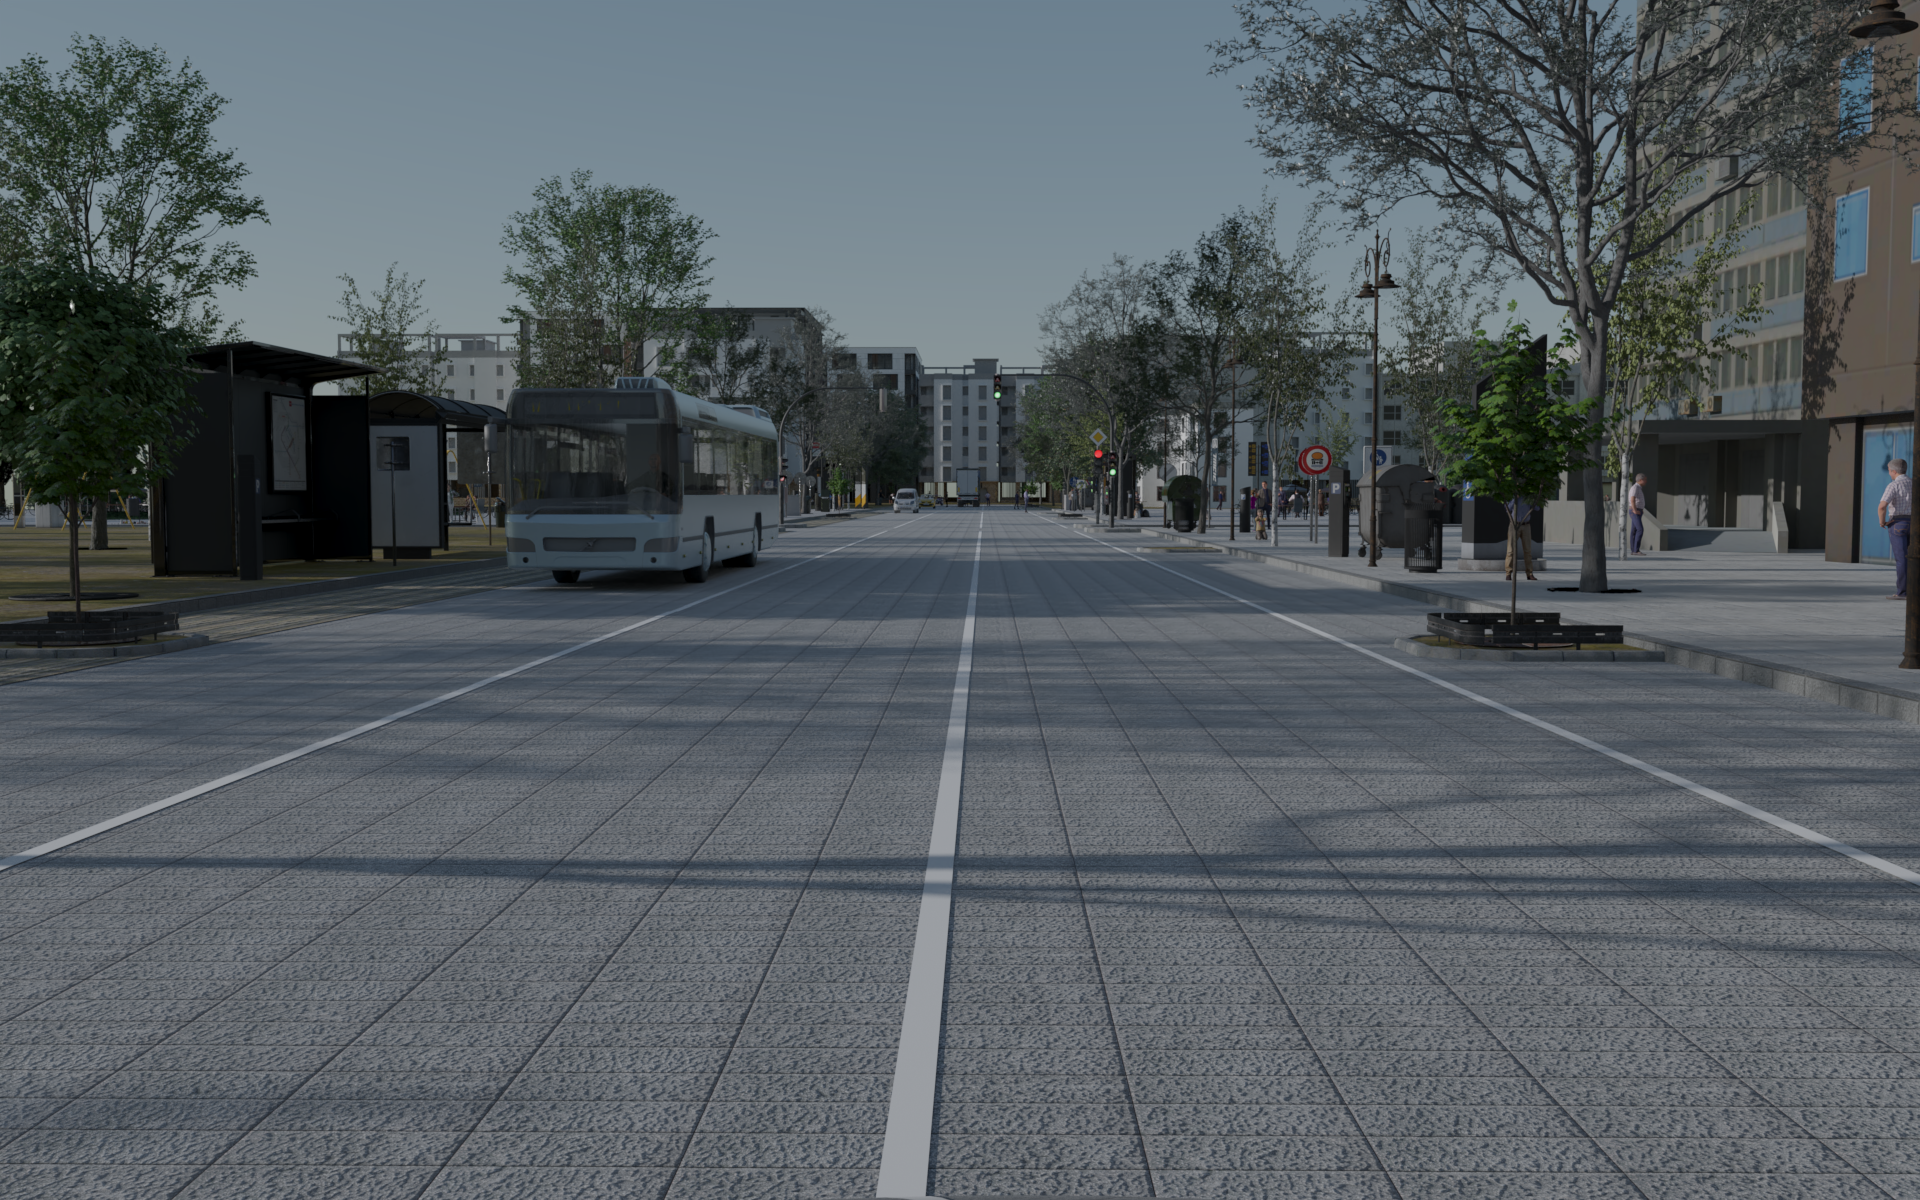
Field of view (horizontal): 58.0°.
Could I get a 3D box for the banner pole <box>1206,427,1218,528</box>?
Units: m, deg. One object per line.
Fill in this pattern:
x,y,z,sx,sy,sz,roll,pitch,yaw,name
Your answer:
9.449,-4.573,64.777,0.401,3.779,0.863,-1,4,-20,banner pole

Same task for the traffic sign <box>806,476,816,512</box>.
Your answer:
-10.449,-7.388,120.902,0.768,2.556,0.104,1,4,10,traffic sign

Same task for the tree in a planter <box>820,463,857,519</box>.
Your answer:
-6.930,-6.237,99.190,1.991,3.239,1.994,0,4,1,tree in a planter

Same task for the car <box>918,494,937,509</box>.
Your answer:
-3.265,-9.787,170.235,2.015,1.641,3.980,0,4,0,car

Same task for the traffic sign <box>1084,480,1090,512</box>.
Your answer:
9.102,-7.739,126.532,0.884,2.594,0.081,0,4,5,traffic sign

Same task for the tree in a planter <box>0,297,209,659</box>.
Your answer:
-8.126,-1.141,15.871,1.991,3.239,1.994,0,4,1,tree in a planter

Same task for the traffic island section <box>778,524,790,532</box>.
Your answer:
-7.735,-2.666,65.876,2.009,0.180,2.903,0,4,1,traffic island section

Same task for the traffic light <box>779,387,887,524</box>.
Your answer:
-5.489,-6.059,73.731,4.771,5.953,1.251,0,4,1,traffic light

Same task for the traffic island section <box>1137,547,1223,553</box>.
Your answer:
5.448,-1.250,43.300,1.991,0.108,1.994,0,4,1,traffic island section

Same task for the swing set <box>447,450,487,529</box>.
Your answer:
-19.270,-3.991,62.871,3.119,2.851,2.862,3,5,43,swing set

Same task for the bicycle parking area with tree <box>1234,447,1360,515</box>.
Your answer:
21.416,-7.487,109.415,9.016,4.147,8.231,1,4,16,bicycle parking area with tree

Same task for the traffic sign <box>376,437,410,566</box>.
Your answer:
-10.074,-1.754,30.809,0.606,2.300,0.079,0,4,3,traffic sign

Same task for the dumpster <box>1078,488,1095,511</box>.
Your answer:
9.882,-7.904,134.981,1.264,1.857,1.865,0,4,1,dumpster

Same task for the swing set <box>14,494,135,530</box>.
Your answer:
-32.121,-3.994,62.916,3.119,2.851,2.862,2,4,29,swing set

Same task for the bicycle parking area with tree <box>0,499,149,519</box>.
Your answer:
-52.174,-7.105,103.170,9.016,4.147,8.231,-3,5,-40,bicycle parking area with tree

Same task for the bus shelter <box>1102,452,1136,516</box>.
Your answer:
9.045,-6.599,99.168,1.731,3.624,6.357,0,4,1,bus shelter

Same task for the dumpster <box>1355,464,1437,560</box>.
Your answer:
8.628,-1.743,34.262,1.264,1.857,1.865,0,4,1,dumpster

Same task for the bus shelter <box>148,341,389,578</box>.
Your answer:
-11.650,-2.348,29.677,1.731,3.624,6.357,0,4,1,bus shelter

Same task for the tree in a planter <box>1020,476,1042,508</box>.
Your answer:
7.338,-10.925,175.851,1.991,3.239,1.994,0,4,1,tree in a planter

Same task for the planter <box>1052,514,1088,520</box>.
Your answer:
6.223,-4.721,98.320,1.991,0.319,1.994,0,4,1,planter

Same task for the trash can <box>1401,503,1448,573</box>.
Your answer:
7.563,-1.015,28.253,0.748,1.137,0.748,0,3,0,trash can

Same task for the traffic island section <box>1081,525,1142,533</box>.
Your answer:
5.765,-2.654,65.680,2.009,0.180,2.903,0,4,1,traffic island section

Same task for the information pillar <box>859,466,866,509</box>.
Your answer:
-8.137,-9.493,146.563,0.183,3.616,0.504,-3,5,-40,information pillar

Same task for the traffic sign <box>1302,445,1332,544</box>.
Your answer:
9.220,-2.731,44.764,0.768,2.556,0.104,0,4,7,traffic sign

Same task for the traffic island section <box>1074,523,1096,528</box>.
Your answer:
5.878,-3.143,73.664,2.009,0.180,2.903,0,4,1,traffic island section

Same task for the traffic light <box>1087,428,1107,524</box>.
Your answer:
5.838,-5.176,73.551,0.839,4.253,0.868,0,4,1,traffic light

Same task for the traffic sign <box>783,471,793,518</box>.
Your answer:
-9.501,-5.783,94.654,0.768,2.556,0.104,1,4,10,traffic sign

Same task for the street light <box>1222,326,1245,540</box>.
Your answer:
7.538,-4.587,47.778,0.468,5.910,1.993,0,4,1,street light

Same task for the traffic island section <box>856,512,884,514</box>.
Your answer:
-6.550,-6.323,126.253,1.991,0.108,1.994,0,4,1,traffic island section

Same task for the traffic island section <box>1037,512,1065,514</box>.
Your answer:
6.616,-6.297,125.820,1.991,0.108,1.994,0,4,1,traffic island section

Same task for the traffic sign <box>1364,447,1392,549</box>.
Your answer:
8.893,-2.128,36.923,0.606,2.300,0.079,0,4,2,traffic sign

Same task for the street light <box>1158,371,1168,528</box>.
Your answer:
7.733,-5.651,65.174,0.468,5.910,1.993,0,4,1,street light

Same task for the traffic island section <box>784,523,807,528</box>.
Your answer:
-7.622,-3.155,73.861,2.009,0.180,2.903,0,4,1,traffic island section

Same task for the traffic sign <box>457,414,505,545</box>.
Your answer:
-11.396,-3.011,43.107,2.265,3.308,0.079,0,4,2,traffic sign

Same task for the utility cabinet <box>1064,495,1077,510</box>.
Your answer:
8.792,-7.738,137.684,1.020,1.237,0.306,-2,4,-27,utility cabinet

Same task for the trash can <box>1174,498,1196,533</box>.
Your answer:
7.494,-2.819,57.749,0.748,1.137,0.748,0,3,0,trash can

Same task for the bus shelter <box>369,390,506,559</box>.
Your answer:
-10.915,-2.605,36.520,2.014,3.302,5.546,0,4,1,bus shelter

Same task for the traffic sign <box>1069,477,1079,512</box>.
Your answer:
8.405,-7.763,127.036,0.768,2.556,0.104,0,4,2,traffic sign

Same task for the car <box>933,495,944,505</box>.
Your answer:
-3.022,-12.676,219.830,1.945,1.354,3.894,0,4,2,car

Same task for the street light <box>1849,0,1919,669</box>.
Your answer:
7.013,-2.434,12.576,0.468,5.910,1.993,0,4,1,street light

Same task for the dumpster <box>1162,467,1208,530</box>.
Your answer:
8.177,-3.697,62.935,1.502,2.255,1.985,0,4,1,dumpster

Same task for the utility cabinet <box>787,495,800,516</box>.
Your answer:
-9.896,-5.531,101.585,1.020,1.237,0.306,-2,4,-30,utility cabinet

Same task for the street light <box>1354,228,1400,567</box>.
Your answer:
7.280,-3.523,30.382,0.468,5.910,1.993,0,4,1,street light

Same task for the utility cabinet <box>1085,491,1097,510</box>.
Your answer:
10.632,-8.055,140.383,1.173,1.500,0.318,1,4,12,utility cabinet

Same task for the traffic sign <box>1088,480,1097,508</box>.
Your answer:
10.670,-8.494,138.987,0.768,2.556,0.104,1,4,9,traffic sign

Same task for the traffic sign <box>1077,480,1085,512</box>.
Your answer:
8.748,-7.503,124.801,0.606,2.300,0.079,0,4,4,traffic sign

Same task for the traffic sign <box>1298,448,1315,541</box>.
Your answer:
9.553,-2.870,47.030,0.768,2.556,0.104,1,4,10,traffic sign

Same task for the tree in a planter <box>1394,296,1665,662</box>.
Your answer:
5.047,-1.130,15.694,1.991,3.239,1.994,0,4,1,tree in a planter

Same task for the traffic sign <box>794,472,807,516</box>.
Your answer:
-9.253,-6.131,100.349,0.768,2.556,0.104,0,4,6,traffic sign

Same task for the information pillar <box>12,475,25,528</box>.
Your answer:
-35.536,-3.725,65.401,0.304,2.012,0.304,0,4,-8,information pillar

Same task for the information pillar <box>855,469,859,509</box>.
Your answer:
-8.749,-9.603,148.367,0.504,3.616,0.183,1,4,20,information pillar

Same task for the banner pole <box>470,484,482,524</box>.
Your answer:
-20.789,-5.150,74.212,0.863,3.779,0.401,2,4,24,banner pole

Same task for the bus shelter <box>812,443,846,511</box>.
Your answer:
-10.232,-9.608,134.730,2.179,5.291,8.768,0,4,1,bus shelter

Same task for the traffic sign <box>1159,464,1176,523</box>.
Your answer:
8.708,-4.433,72.588,0.768,2.556,0.104,0,4,3,traffic sign

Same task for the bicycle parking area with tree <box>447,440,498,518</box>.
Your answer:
-29.434,-6.433,92.188,8.231,4.147,9.016,2,4,35,bicycle parking area with tree
